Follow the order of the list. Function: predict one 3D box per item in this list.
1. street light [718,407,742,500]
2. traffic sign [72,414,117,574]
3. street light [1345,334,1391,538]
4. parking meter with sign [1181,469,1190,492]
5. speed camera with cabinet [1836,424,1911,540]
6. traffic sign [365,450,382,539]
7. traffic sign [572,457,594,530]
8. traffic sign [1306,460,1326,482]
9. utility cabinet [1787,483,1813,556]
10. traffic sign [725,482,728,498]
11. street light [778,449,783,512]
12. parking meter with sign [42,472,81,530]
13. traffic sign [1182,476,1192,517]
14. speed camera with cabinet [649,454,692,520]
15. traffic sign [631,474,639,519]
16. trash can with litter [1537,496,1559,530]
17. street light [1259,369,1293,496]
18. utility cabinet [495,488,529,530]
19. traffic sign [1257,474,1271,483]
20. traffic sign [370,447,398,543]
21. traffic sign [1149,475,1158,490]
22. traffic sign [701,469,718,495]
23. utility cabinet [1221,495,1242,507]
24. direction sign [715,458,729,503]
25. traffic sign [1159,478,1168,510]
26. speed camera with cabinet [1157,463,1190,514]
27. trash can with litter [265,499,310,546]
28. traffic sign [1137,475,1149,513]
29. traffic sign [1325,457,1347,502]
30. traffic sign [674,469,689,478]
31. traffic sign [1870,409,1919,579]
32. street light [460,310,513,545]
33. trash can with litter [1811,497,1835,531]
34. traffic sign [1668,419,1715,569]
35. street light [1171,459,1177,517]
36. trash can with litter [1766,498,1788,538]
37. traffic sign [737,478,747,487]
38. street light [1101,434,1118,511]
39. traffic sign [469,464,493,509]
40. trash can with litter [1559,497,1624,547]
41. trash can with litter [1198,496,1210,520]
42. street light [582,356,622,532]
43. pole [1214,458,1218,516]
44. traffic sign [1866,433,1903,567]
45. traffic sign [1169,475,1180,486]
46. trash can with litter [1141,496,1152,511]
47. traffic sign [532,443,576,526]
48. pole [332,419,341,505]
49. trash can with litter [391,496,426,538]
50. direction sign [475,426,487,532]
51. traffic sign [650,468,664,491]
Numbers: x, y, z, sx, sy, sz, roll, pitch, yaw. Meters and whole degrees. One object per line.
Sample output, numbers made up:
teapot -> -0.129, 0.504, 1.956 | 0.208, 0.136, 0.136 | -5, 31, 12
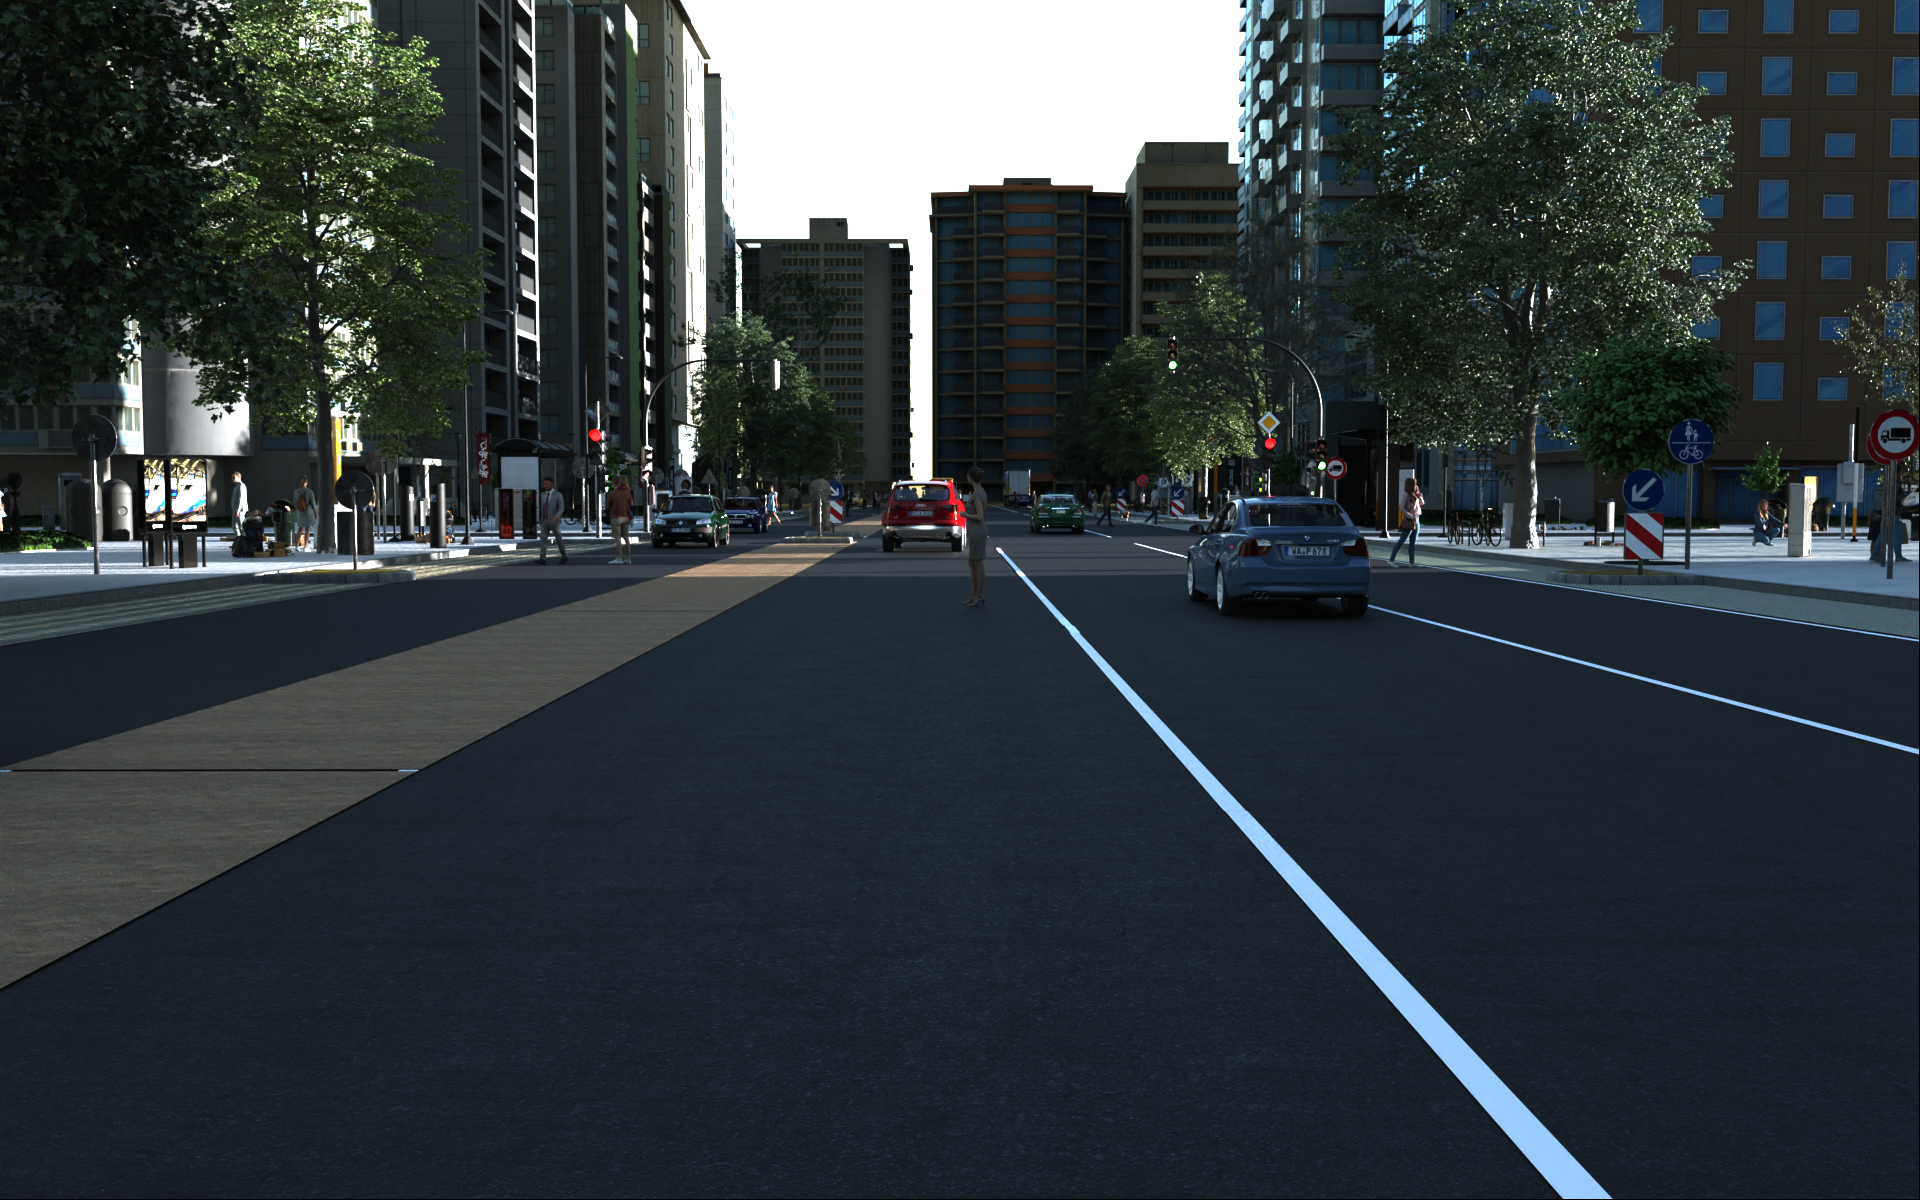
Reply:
street light -> -12.283, -7.316, 92.166 | 1.470, 5.913, 1.316 | 0, 4, 0
traffic sign -> -13.814, -1.684, 27.641 | 0.768, 2.556, 0.104 | 0, 4, 6
street light -> 11.896, -4.771, 50.551 | 1.470, 5.913, 1.316 | 0, 4, 0
parking meter with sign -> 15.281, -7.400, 117.243 | 0.543, 3.016, 1.738 | -1, 4, -21
speed camera with cabinet -> 25.959, -3.344, 49.006 | 2.038, 3.252, 0.660 | 2, 4, 27
traffic sign -> -16.448, -2.986, 48.929 | 0.768, 2.556, 0.104 | 1, 4, 8
traffic sign -> -12.883, -3.615, 59.214 | 0.768, 2.556, 0.104 | 0, 4, 2
traffic sign -> 13.101, -3.894, 63.773 | 0.768, 2.556, 0.104 | 0, 4, 6
utility cabinet -> 17.256, -1.643, 35.547 | 0.318, 1.500, 1.173 | 2, 4, 32
traffic sign -> -15.082, -6.837, 111.892 | 0.768, 2.556, 0.104 | 0, 4, 8
street light -> -12.565, -9.410, 126.394 | 1.470, 5.913, 1.316 | 0, 4, 0
parking meter with sign -> -31.548, -3.981, 61.352 | 1.738, 3.016, 0.543 | -3, 4, -37
traffic sign -> 12.620, -5.760, 96.309 | 0.606, 2.300, 0.079 | 0, 4, 8
speed camera with cabinet -> -14.156, -5.533, 84.802 | 2.038, 3.252, 0.660 | -2, 4, -34
traffic sign -> -16.692, -5.343, 89.486 | 0.606, 2.300, 0.079 | 0, 4, 7
trash can with litter -> 21.472, -3.098, 61.712 | 2.233, 1.210, 1.678 | 2, 4, 34
street light -> 11.813, -5.627, 64.535 | 1.470, 5.913, 1.316 | 0, 4, 0
utility cabinet -> -15.965, -3.244, 61.724 | 1.173, 1.500, 0.318 | 0, 4, 8
traffic sign -> 16.720, -5.818, 95.230 | 0.768, 2.556, 0.104 | 0, 4, 1
traffic sign -> -15.102, -2.771, 45.416 | 0.768, 2.556, 0.104 | 0, 4, 8
traffic sign -> 13.129, -7.168, 117.305 | 0.768, 2.556, 0.104 | 0, 4, 2
traffic sign -> -12.682, -5.356, 87.572 | 0.884, 2.594, 0.081 | 0, 4, 1
utility cabinet -> 13.711, -4.676, 87.609 | 1.020, 1.237, 0.306 | 0, 4, -5
direction sign -> -14.937, -7.135, 108.651 | 0.876, 3.537, 0.379 | 0, 4, 0
traffic sign -> 12.826, -6.545, 109.135 | 0.606, 2.300, 0.079 | 0, 4, 0
speed camera with cabinet -> 13.645, -7.126, 110.842 | 2.038, 3.252, 0.660 | -1, 4, -8
trash can with litter -> -16.487, -1.905, 42.539 | 0.624, 1.170, 1.055 | 1, 4, 13
traffic sign -> 12.247, -7.080, 115.863 | 0.768, 2.556, 0.104 | 0, 4, 6
traffic sign -> 12.956, -3.655, 59.865 | 0.768, 2.556, 0.104 | 0, 4, 2
traffic sign -> -14.284, -5.433, 88.941 | 0.768, 2.556, 0.104 | 0, 4, 2
traffic sign -> 14.049, -1.590, 26.096 | 0.768, 2.556, 0.104 | 0, 4, 1
street light -> -11.971, -4.360, 43.832 | 1.470, 5.913, 1.316 | 0, 4, 0
trash can with litter -> 29.584, -2.951, 59.638 | 1.055, 1.170, 0.624 | -2, 4, -35
traffic sign -> 12.405, -1.796, 29.469 | 0.768, 2.556, 0.104 | 0, 4, 3
street light -> 11.631, -7.692, 98.299 | 1.470, 5.913, 1.316 | 0, 4, 0
trash can with litter -> 24.191, -2.430, 51.116 | 1.055, 1.170, 0.624 | -2, 4, -29
traffic sign -> -13.588, -6.465, 107.836 | 0.606, 2.300, 0.079 | 0, 4, 3
street light -> 11.415, -9.772, 132.320 | 1.470, 5.913, 1.316 | 0, 4, 0
traffic sign -> -16.817, -3.717, 60.780 | 0.884, 2.594, 0.081 | 0, 4, 5
trash can with litter -> 16.438, -1.957, 43.062 | 2.233, 1.210, 1.678 | -1, 4, -14
trash can with litter -> 12.380, -4.664, 87.650 | 0.624, 1.170, 1.055 | 0, 4, 3
street light -> -12.025, -5.243, 58.270 | 1.470, 5.913, 1.316 | 0, 4, 0
pole -> 14.319, -6.308, 96.978 | 0.158, 3.312, 0.155 | 0, 3, 0
traffic sign -> 16.299, -1.859, 30.503 | 0.768, 2.556, 0.104 | 0, 4, 1
traffic sign -> 13.525, -6.694, 109.552 | 0.768, 2.556, 0.104 | 0, 4, 6
trash can with litter -> 14.695, -7.427, 132.486 | 1.678, 1.210, 2.233 | 0, 4, -1
traffic sign -> -16.468, -4.608, 69.212 | 2.265, 3.308, 0.079 | 0, 4, 4
pole -> -17.010, -3.270, 47.313 | 0.158, 3.312, 0.155 | 0, 3, 0
trash can with litter -> -15.849, -2.403, 50.353 | 1.678, 1.210, 2.233 | 0, 4, -7
direction sign -> -16.088, -4.040, 58.045 | 0.379, 3.537, 0.876 | -2, 4, -26
traffic sign -> -15.022, -5.239, 85.756 | 0.768, 2.556, 0.104 | 0, 4, 3
